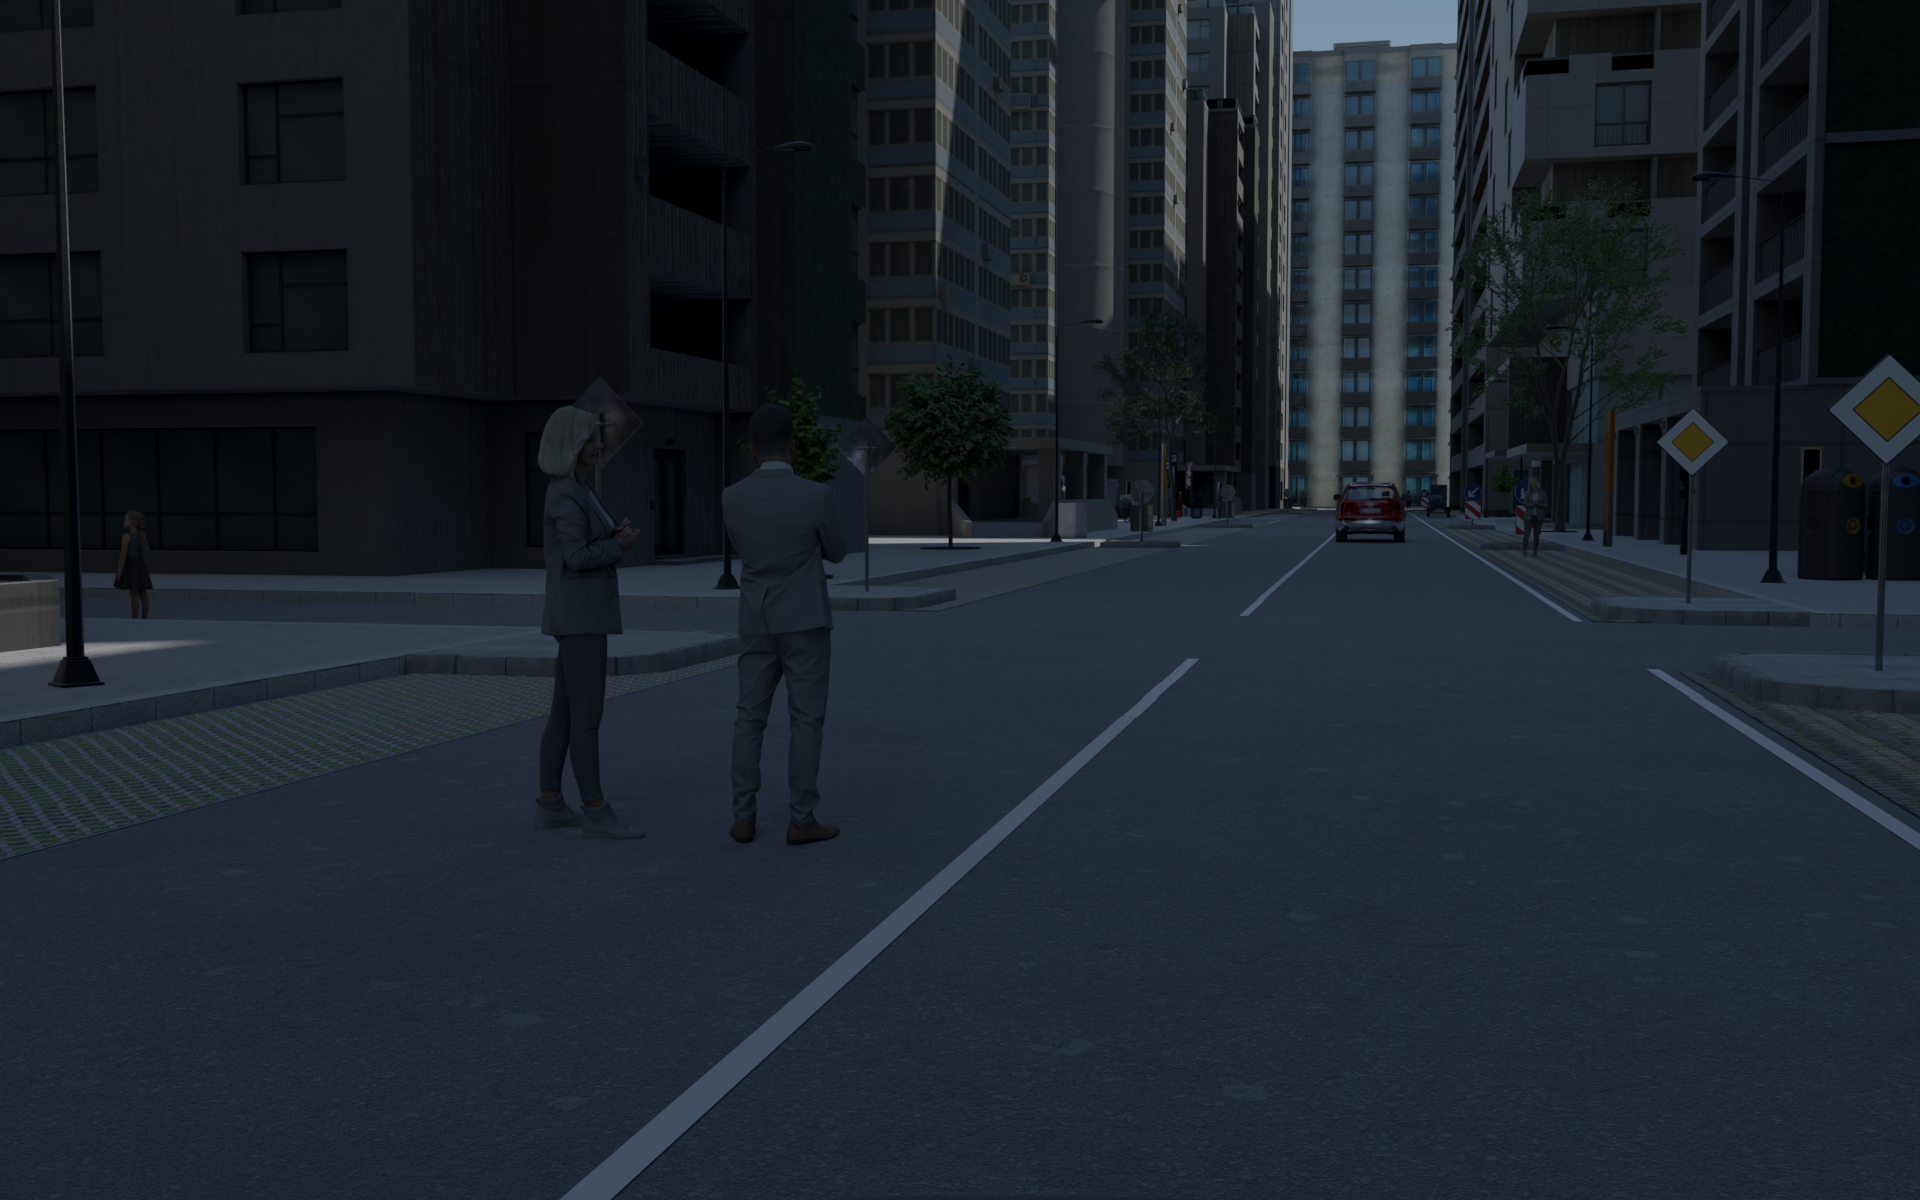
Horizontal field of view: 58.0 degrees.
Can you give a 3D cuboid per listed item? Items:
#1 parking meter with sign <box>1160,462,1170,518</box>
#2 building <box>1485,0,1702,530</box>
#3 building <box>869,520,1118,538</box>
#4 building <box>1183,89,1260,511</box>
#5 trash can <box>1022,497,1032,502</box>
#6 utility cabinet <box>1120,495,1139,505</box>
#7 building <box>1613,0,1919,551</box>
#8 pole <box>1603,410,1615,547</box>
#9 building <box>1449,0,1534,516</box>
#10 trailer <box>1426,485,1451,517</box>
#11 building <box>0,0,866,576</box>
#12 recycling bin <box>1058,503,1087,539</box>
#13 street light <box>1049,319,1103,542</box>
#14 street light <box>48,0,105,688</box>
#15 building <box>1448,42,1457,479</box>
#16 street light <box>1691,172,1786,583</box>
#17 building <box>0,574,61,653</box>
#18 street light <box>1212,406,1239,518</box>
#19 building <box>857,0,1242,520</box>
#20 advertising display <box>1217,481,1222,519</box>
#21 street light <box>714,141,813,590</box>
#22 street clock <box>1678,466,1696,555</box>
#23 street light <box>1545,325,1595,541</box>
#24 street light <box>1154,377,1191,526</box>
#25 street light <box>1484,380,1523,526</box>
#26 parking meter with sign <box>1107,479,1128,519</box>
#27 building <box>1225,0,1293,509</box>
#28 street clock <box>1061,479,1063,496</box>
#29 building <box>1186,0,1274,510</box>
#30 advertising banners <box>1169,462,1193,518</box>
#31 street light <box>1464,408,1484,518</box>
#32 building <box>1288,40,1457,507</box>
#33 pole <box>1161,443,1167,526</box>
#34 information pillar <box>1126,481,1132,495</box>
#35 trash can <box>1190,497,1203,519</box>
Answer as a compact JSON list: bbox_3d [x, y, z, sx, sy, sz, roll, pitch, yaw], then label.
[{"bbox_3d":[11.002,-5.934,93.276,0.543,3.016,1.738,1,4,19],"label":"parking meter with sign"},{"bbox_3d":[36.800,-29.510,71.734,28.713,52.752,27.495,1,4,14],"label":"building"},{"bbox_3d":[-11.424,-22.532,60.274,32.217,40.220,23.993,1,4,14],"label":"building"},{"bbox_3d":[14.420,-21.787,127.915,14.160,30.474,14.107,1,4,14],"label":"building"},{"bbox_3d":[3.026,-4.274,81.526,0.748,1.137,0.748,0,3,0],"label":"trash can"},{"bbox_3d":[9.428,-5.215,96.435,1.020,1.237,0.306,2,4,27],"label":"utility cabinet"},{"bbox_3d":[27.755,-36.759,39.265,20.563,71.187,20.611,1,4,14],"label":"building"},{"bbox_3d":[15.776,-2.951,42.093,0.158,3.312,0.155,0,3,0],"label":"pole"},{"bbox_3d":[47.174,-30.662,125.018,21.300,48.544,21.600,1,4,14],"label":"building"},{"bbox_3d":[29.863,-6.180,108.088,1.471,1.999,3.904,1,4,15],"label":"trailer"},{"bbox_3d":[-10.507,-15.955,32.571,14.160,30.474,14.107,1,4,14],"label":"building"},{"bbox_3d":[3.225,-2.316,50.423,0.722,1.027,0.722,2,4,34],"label":"recycling bin"},{"bbox_3d":[3.110,-4.505,46.201,1.470,5.913,1.316,1,4,14],"label":"street light"},{"bbox_3d":[-5.405,-2.371,11.309,1.470,5.913,1.316,1,4,14],"label":"street light"},{"bbox_3d":[54.113,-30.270,149.540,22.147,44.769,28.867,1,4,14],"label":"building"},{"bbox_3d":[11.230,-3.209,25.008,1.470,5.913,1.316,1,4,14],"label":"street light"},{"bbox_3d":[-21.296,-28.459,7.304,28.212,58.520,21.231,1,4,14],"label":"building"},{"bbox_3d":[14.017,-7.275,91.487,1.470,5.913,1.316,1,4,14],"label":"street light"},{"bbox_3d":[1.501,-25.645,111.175,32.217,40.220,23.993,1,4,14],"label":"building"},{"bbox_3d":[13.293,-5.108,88.729,0.123,1.923,0.974,0,4,2],"label":"advertising display"},{"bbox_3d":[-2.617,-3.092,23.101,1.470,5.913,1.316,1,4,14],"label":"street light"},{"bbox_3d":[15.308,-1.953,36.495,0.358,2.002,0.471,1,4,12],"label":"street clock"},{"bbox_3d":[16.761,-4.593,47.632,1.470,5.913,1.316,1,4,14],"label":"street light"},{"bbox_3d":[8.452,-5.892,68.871,1.470,5.913,1.316,1,4,14],"label":"street light"},{"bbox_3d":[22.212,-5.978,70.276,1.470,5.913,1.316,1,4,14],"label":"street light"},{"bbox_3d":[7.893,-5.751,90.288,1.738,3.016,0.543,1,4,19],"label":"parking meter with sign"},{"bbox_3d":[19.964,-44.201,160.943,20.611,71.187,20.563,1,4,14],"label":"building"},{"bbox_3d":[4.646,-4.695,81.331,0.358,2.002,0.471,2,4,24],"label":"street clock"},{"bbox_3d":[17.847,-27.990,141.235,14.154,41.232,14.086,1,4,14],"label":"building"},{"bbox_3d":[11.924,-6.019,94.595,0.090,3.025,2.074,-3,5,-43],"label":"advertising banners"},{"bbox_3d":[27.732,-7.362,92.903,1.470,5.913,1.316,1,4,14],"label":"street light"},{"bbox_3d":[42.823,-34.661,186.311,30.456,49.044,23.786,1,4,14],"label":"building"},{"bbox_3d":[8.229,-4.647,69.827,0.158,3.312,0.155,0,3,0],"label":"pole"},{"bbox_3d":[9.516,-5.693,97.570,0.304,2.012,0.304,0,4,4],"label":"information pillar"},{"bbox_3d":[12.333,-4.809,90.281,0.748,1.137,0.748,0,3,0],"label":"trash can"}]
